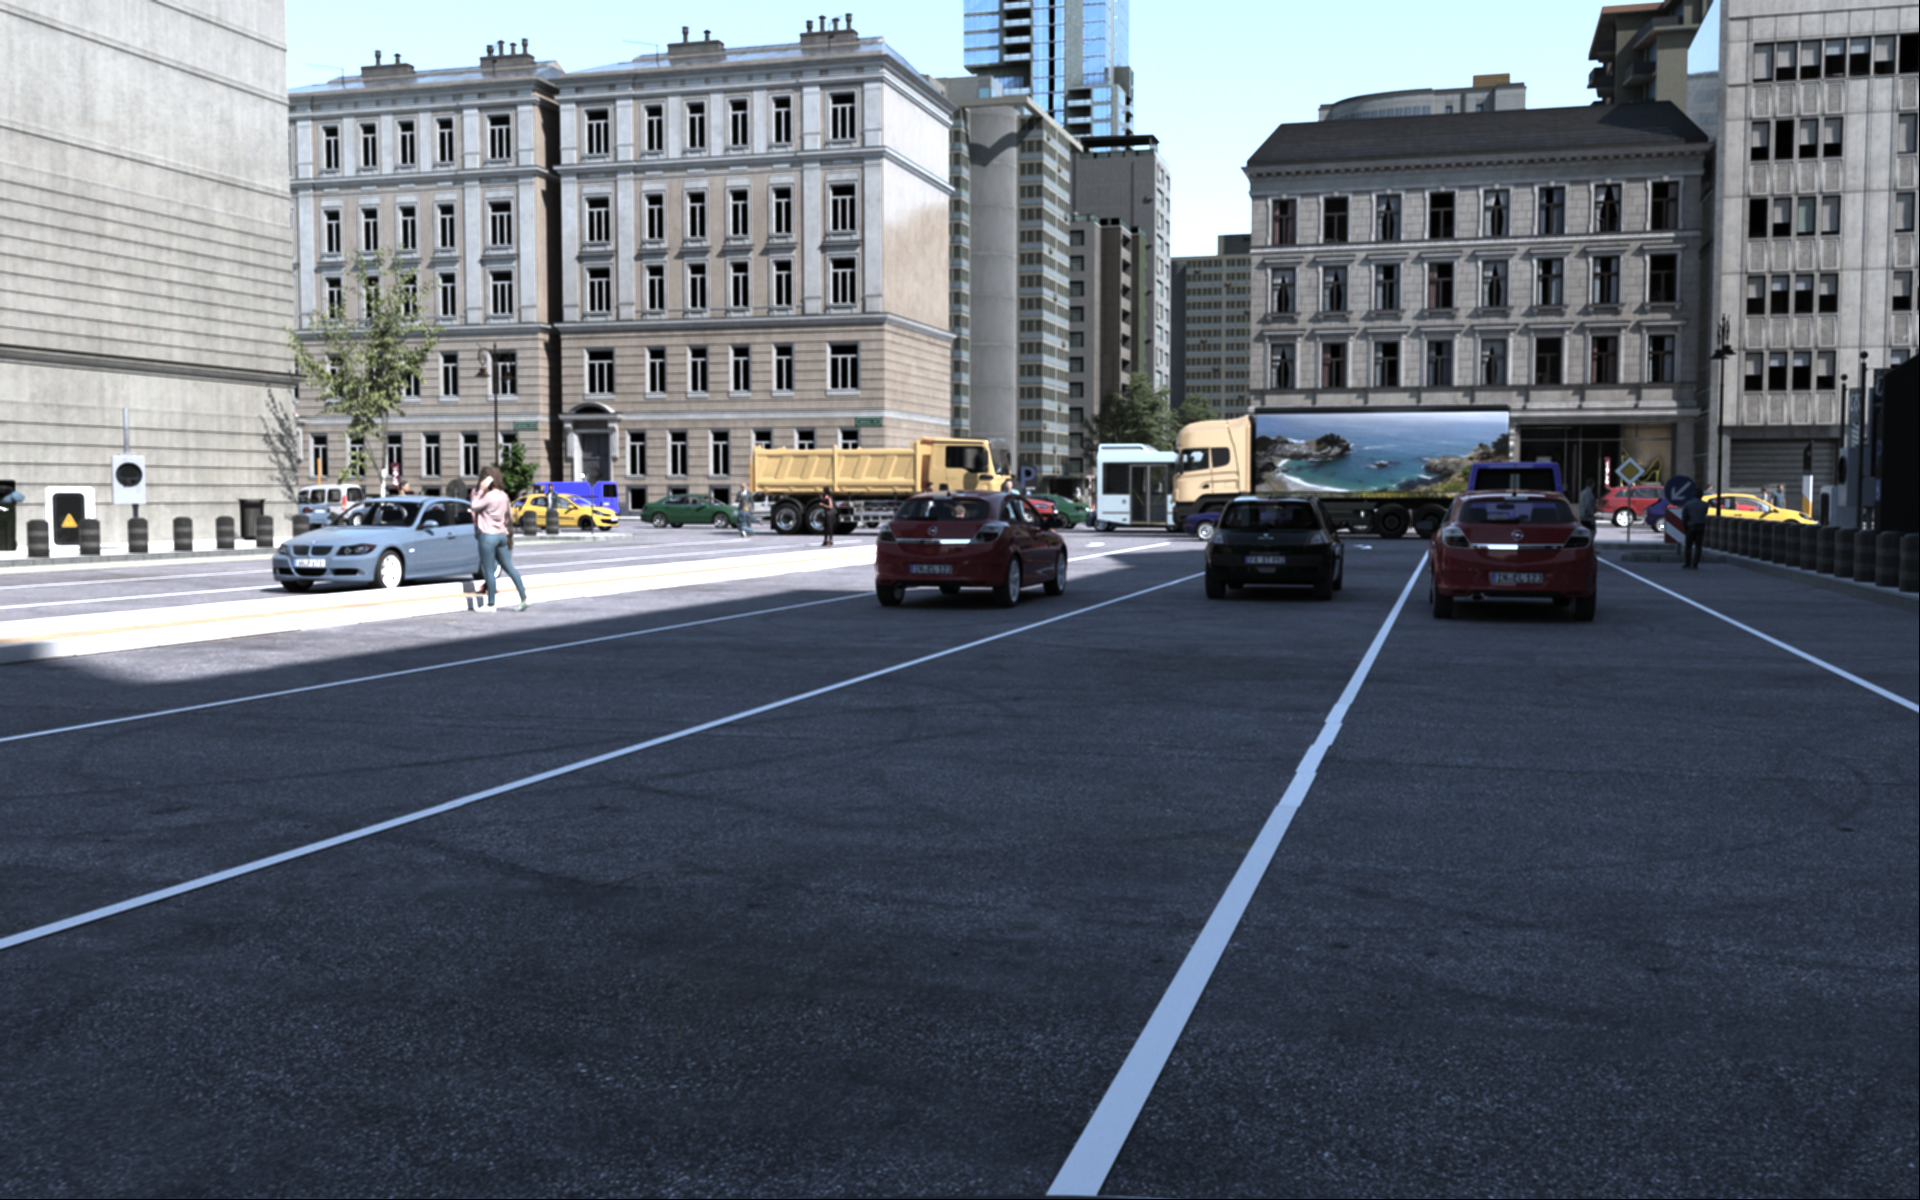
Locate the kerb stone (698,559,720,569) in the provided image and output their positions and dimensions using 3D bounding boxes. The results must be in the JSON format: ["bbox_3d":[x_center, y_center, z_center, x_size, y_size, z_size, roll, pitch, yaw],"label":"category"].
[{"bbox_3d":[-4.901,-0.670,33.191,0.120,0.150,1.000,1,4,16],"label":"kerb stone"}]

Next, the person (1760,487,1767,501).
[{"bbox_3d":[34.348,-3.961,74.008,0.760,1.731,0.466,-1,4,-20],"label":"person"}]

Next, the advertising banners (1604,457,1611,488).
[{"bbox_3d":[30.986,-5.239,81.848,2.074,3.025,0.090,-3,4,-38],"label":"advertising banners"}]

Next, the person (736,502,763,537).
[{"bbox_3d":[-7.211,-2.696,58.080,1.012,1.151,0.738,3,4,37],"label":"person"}]

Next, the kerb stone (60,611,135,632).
[{"bbox_3d":[-9.192,0.235,18.355,0.120,0.150,1.000,1,4,16],"label":"kerb stone"}]

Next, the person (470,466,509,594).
[{"bbox_3d":[-6.667,-0.985,24.611,0.555,1.821,0.388,0,4,3],"label":"person"}]

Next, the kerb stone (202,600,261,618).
[{"bbox_3d":[-8.623,0.114,20.339,0.120,0.150,1.000,1,4,16],"label":"kerb stone"}]

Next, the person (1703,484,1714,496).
[{"bbox_3d":[29.130,-3.609,67.525,0.654,1.822,0.581,-2,4,-34],"label":"person"}]

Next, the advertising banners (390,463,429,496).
[{"bbox_3d":[-30.573,-6.119,96.241,2.074,3.025,0.090,0,4,-4],"label":"advertising banners"}]

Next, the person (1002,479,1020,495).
[{"bbox_3d":[1.274,-2.143,43.563,0.660,1.820,0.620,0,4,-6],"label":"person"}]

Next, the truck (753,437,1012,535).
[{"bbox_3d":[-2.241,-3.941,60.366,9.791,3.379,3.469,1,4,16],"label":"truck"}]

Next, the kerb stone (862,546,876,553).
[{"bbox_3d":[-2.328,-1.217,42.091,0.120,0.150,1.000,1,4,16],"label":"kerb stone"}]

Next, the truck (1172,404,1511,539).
[{"bbox_3d":[11.991,-4.137,56.560,11.283,4.237,2.839,1,4,15],"label":"truck"}]

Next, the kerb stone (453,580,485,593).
[{"bbox_3d":[-7.191,-0.187,25.290,0.120,0.150,1.000,1,4,16],"label":"kerb stone"}]

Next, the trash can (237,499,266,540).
[{"bbox_3d":[-19.775,-2.247,48.385,0.748,1.137,0.748,0,3,0],"label":"trash can"}]

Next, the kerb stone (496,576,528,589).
[{"bbox_3d":[-6.904,-0.250,26.276,0.120,0.150,1.000,1,4,16],"label":"kerb stone"}]

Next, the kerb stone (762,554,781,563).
[{"bbox_3d":[-4.040,-0.853,36.155,0.120,0.150,1.000,1,4,16],"label":"kerb stone"}]

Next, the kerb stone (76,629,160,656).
[{"bbox_3d":[-7.739,0.393,15.817,0.120,0.150,1.000,1,4,16],"label":"kerb stone"}]

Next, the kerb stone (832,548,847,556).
[{"bbox_3d":[-2.896,-1.096,40.115,0.120,0.150,1.000,1,4,16],"label":"kerb stone"}]

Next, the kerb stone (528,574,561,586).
[{"bbox_3d":[-6.621,-0.310,27.263,0.120,0.150,1.000,1,4,16],"label":"kerb stone"}]

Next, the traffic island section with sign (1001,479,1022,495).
[{"bbox_3d":[1.354,-2.620,50.974,2.006,1.907,1.989,1,4,16],"label":"traffic island section with sign"}]

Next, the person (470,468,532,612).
[{"bbox_3d":[-5.578,-0.732,21.061,0.643,1.750,0.593,1,4,17],"label":"person"}]

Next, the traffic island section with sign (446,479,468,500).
[{"bbox_3d":[-13.670,-2.283,45.959,1.989,1.847,2.006,1,4,16],"label":"traffic island section with sign"}]

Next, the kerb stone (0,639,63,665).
[{"bbox_3d":[-8.028,0.451,14.829,0.120,0.150,1.000,1,4,16],"label":"kerb stone"}]

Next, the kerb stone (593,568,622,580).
[{"bbox_3d":[-6.042,-0.431,29.237,0.120,0.150,1.000,1,4,16],"label":"kerb stone"}]

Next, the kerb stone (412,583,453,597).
[{"bbox_3d":[-7.477,-0.129,24.303,0.120,0.150,1.000,1,4,16],"label":"kerb stone"}]

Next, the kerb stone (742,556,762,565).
[{"bbox_3d":[-4.325,-0.793,35.168,0.120,0.150,1.000,1,4,16],"label":"kerb stone"}]

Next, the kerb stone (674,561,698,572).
[{"bbox_3d":[-5.181,-0.612,32.202,0.120,0.150,1.000,1,4,16],"label":"kerb stone"}]

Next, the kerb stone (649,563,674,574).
[{"bbox_3d":[-5.468,-0.549,31.216,0.120,0.150,1.000,1,4,16],"label":"kerb stone"}]

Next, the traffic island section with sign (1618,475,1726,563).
[{"bbox_3d":[15.210,-1.740,37.073,1.989,1.847,2.006,1,4,16],"label":"traffic island section with sign"}]

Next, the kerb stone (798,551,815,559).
[{"bbox_3d":[-3.475,-0.975,38.135,0.120,0.150,1.000,1,4,16],"label":"kerb stone"}]

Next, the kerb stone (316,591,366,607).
[{"bbox_3d":[-8.041,-0.008,22.322,0.120,0.150,1.000,1,4,16],"label":"kerb stone"}]

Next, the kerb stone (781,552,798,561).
[{"bbox_3d":[-3.758,-0.912,37.143,0.120,0.150,1.000,1,4,16],"label":"kerb stone"}]

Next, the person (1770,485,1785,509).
[{"bbox_3d":[32.306,-3.654,68.367,0.598,1.807,0.434,0,4,-1],"label":"person"}]

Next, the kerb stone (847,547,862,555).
[{"bbox_3d":[-2.611,-1.156,41.104,0.120,0.150,1.000,1,4,16],"label":"kerb stone"}]

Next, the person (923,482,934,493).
[{"bbox_3d":[-0.960,-3.012,57.730,0.794,1.824,0.713,0,4,-6],"label":"person"}]

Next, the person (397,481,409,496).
[{"bbox_3d":[-12.379,-1.790,38.516,0.466,1.731,0.760,1,4,19],"label":"person"}]

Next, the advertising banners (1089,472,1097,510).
[{"bbox_3d":[10.830,-8.826,140.489,0.090,3.025,2.074,2,4,26],"label":"advertising banners"}]

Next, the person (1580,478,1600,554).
[{"bbox_3d":[15.157,-2.030,41.785,0.391,1.810,0.635,0,4,-4],"label":"person"}]

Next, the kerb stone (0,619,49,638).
[{"bbox_3d":[-9.482,0.296,17.356,0.120,0.150,1.000,1,4,16],"label":"kerb stone"}]

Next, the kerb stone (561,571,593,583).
[{"bbox_3d":[-6.329,-0.364,28.249,0.120,0.150,1.000,1,4,16],"label":"kerb stone"}]

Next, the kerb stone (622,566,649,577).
[{"bbox_3d":[-5.757,-0.491,30.224,0.120,0.150,1.000,1,4,16],"label":"kerb stone"}]

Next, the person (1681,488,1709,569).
[{"bbox_3d":[13.966,-1.361,32.969,0.499,1.552,0.429,3,4,37],"label":"person"}]

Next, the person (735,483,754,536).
[{"bbox_3d":[-7.430,-3.120,59.683,0.661,1.801,0.590,0,4,2],"label":"person"}]

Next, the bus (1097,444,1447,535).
[{"bbox_3d":[11.694,-4.145,62.625,13.247,3.499,2.948,1,4,17],"label":"bus"}]

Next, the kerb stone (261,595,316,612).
[{"bbox_3d":[-8.328,0.056,21.323,0.120,0.150,1.000,1,4,16],"label":"kerb stone"}]

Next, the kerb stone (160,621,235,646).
[{"bbox_3d":[-7.454,0.330,16.804,0.120,0.150,1.000,1,4,16],"label":"kerb stone"}]

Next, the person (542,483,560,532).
[{"bbox_3d":[-15.034,-3.388,63.877,0.794,1.824,0.713,3,4,37],"label":"person"}]

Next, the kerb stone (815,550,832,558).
[{"bbox_3d":[-3.188,-1.036,39.130,0.120,0.150,1.000,1,4,16],"label":"kerb stone"}]

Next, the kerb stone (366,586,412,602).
[{"bbox_3d":[-7.762,-0.069,23.315,0.120,0.150,1.000,1,4,16],"label":"kerb stone"}]

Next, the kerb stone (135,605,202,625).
[{"bbox_3d":[-8.894,0.177,19.342,0.120,0.150,1.000,1,4,16],"label":"kerb stone"}]

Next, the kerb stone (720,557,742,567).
[{"bbox_3d":[-4.614,-0.733,34.178,0.120,0.150,1.000,1,4,16],"label":"kerb stone"}]

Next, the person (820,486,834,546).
[{"bbox_3d":[-3.704,-2.307,47.691,0.593,1.643,0.415,3,5,40],"label":"person"}]
